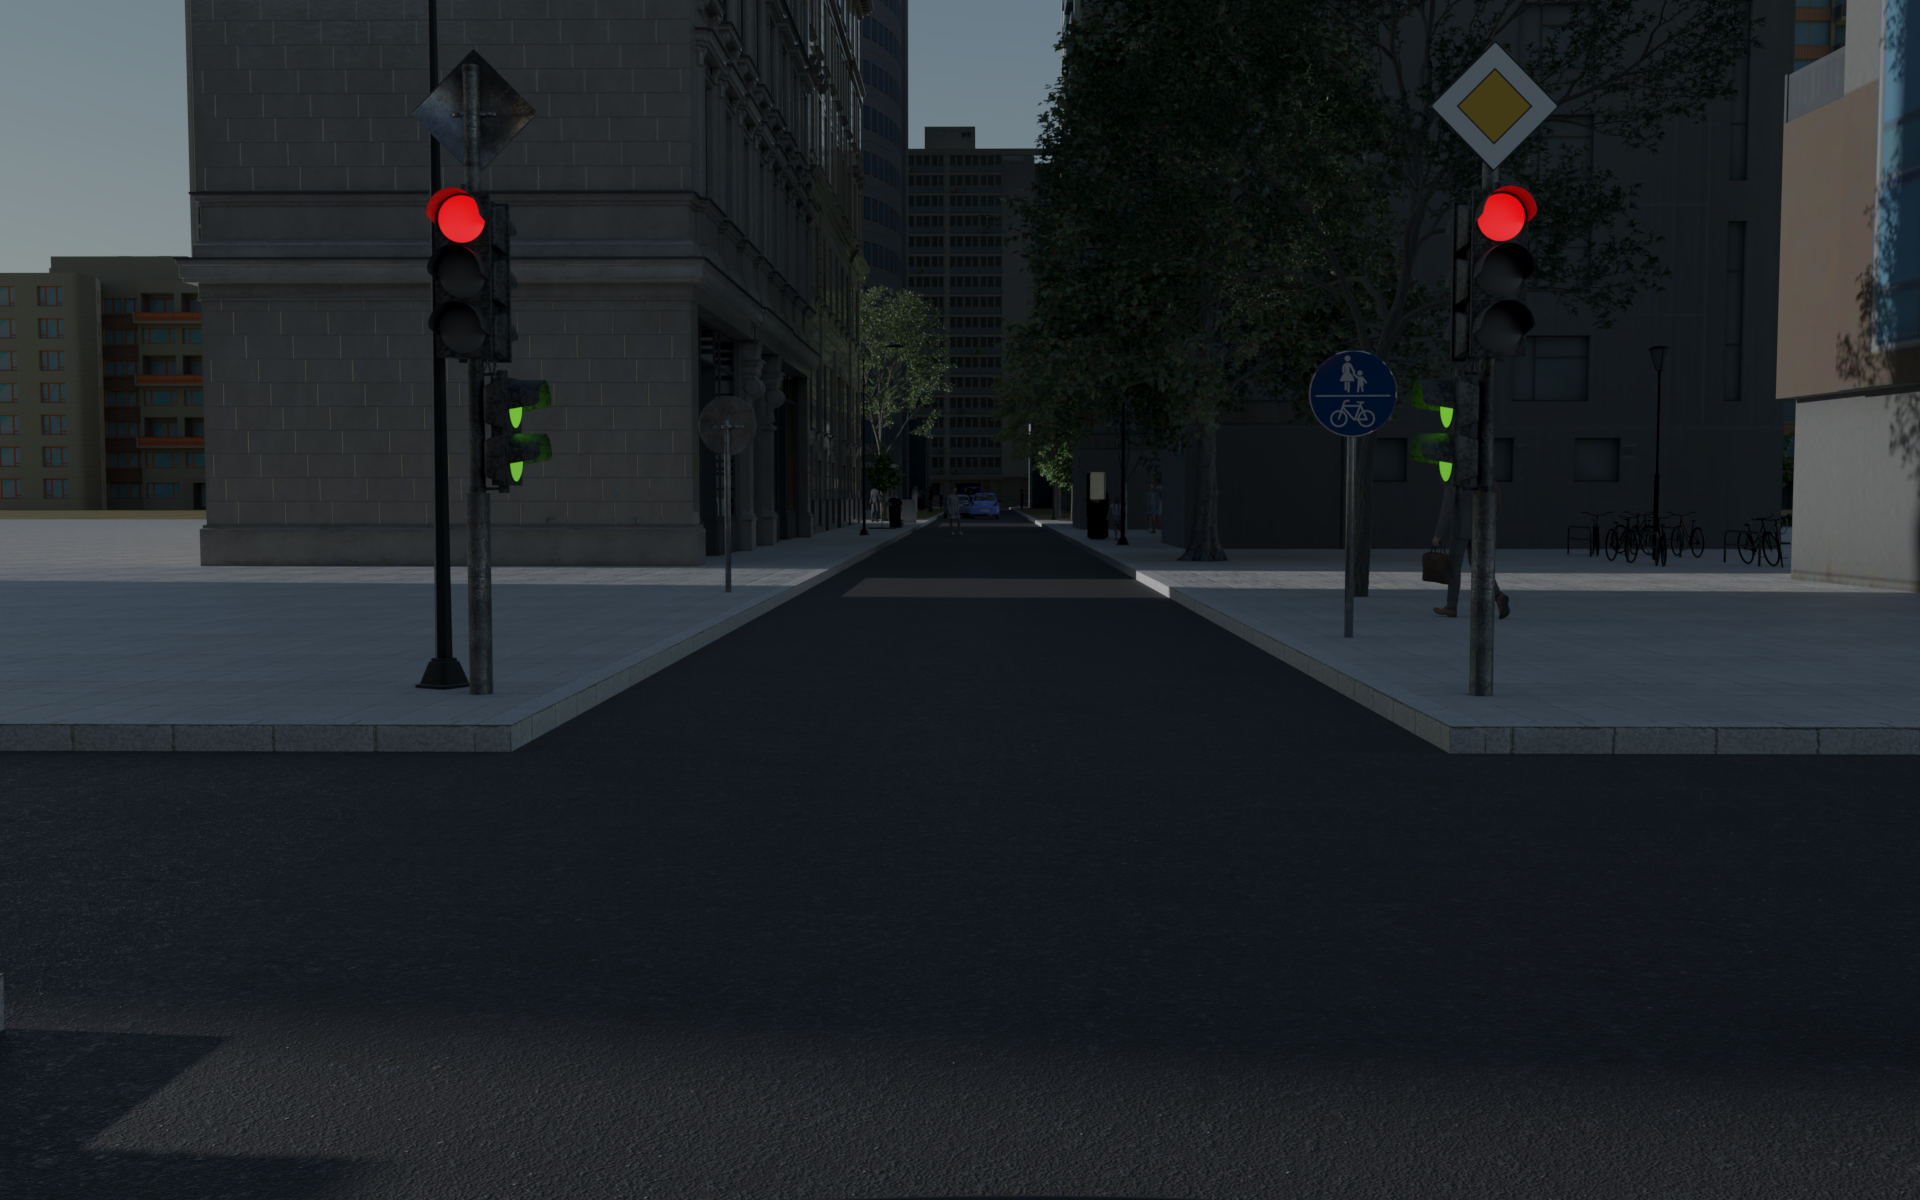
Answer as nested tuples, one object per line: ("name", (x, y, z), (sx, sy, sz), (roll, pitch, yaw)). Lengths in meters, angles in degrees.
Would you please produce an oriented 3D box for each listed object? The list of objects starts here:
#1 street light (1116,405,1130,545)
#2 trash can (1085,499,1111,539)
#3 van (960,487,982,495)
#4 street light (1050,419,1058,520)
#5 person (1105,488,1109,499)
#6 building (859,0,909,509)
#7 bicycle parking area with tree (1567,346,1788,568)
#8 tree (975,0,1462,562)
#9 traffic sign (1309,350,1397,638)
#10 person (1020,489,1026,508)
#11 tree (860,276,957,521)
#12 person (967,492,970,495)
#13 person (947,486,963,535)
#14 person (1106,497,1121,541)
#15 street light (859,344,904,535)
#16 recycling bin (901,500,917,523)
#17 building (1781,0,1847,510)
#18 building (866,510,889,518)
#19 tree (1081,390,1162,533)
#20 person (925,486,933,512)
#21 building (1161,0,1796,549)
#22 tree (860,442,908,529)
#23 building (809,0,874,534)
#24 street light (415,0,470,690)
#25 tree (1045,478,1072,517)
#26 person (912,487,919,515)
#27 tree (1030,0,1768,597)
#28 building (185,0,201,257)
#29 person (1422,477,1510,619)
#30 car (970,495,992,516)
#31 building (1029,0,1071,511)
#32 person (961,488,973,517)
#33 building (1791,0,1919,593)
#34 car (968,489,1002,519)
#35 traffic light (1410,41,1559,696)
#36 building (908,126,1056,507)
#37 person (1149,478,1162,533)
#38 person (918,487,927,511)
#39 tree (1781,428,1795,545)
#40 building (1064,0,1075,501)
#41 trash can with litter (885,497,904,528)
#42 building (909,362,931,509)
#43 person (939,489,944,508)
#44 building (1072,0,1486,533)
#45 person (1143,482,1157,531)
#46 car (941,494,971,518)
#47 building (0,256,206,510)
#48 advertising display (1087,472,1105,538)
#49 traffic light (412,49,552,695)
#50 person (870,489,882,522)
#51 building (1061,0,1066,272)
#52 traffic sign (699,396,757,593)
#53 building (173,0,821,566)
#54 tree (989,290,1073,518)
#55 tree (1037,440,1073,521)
("street light", (3.556, -4.335, 43.421), (1.470, 5.913, 1.316), (0, 4, 1))
("trash can", (3.909, -2.290, 49.088), (0.748, 1.137, 0.748), (0, 3, 0))
("van", (1.064, -9.169, 154.299), (2.240, 2.365, 5.245), (0, 4, 2))
("street light", (4.126, -6.928, 85.812), (1.470, 5.913, 1.316), (0, 4, 1))
("person", (4.220, -2.916, 53.083), (0.648, 1.900, 0.474), (-1, 4, -14))
("building", (-14.774, -35.601, 124.074), (21.231, 58.520, 28.212), (0, 4, 1))
("bicycle parking area with tree", (16.202, -2.850, 33.598), (8.231, 4.147, 9.016), (1, 4, 18))
("tree", (4.785, -7.099, 33.080), (9.611, 12.733, 9.660), (0, 3, 0))
("traffic sign", (3.479, -0.937, 15.422), (0.768, 2.556, 0.104), (0, 4, 5))
("person", (5.601, -9.026, 154.301), (0.721, 1.739, 1.217), (2, 4, 26))
("tree", (-3.744, -9.551, 81.911), (9.928, 11.665, 9.643), (0, 3, 0))
("person", (0.623, -8.006, 140.873), (0.415, 1.643, 0.593), (1, 4, 22))
("person", (-0.221, -3.135, 60.755), (0.512, 1.701, 0.522), (-2, 4, -28))
("person", (4.289, -2.238, 47.641), (0.505, 1.210, 0.382), (-1, 4, -12))
("street light", (-2.441, -4.965, 53.721), (1.470, 5.913, 1.316), (0, 4, 1))
("recycling bin", (-2.321, -3.979, 77.606), (0.722, 1.027, 0.722), (0, 4, -3))
("building", (67.127, -30.218, 148.685), (28.867, 44.769, 22.147), (0, 4, 1))
("building", (-19.911, -24.878, 98.643), (32.217, 40.220, 23.993), (0, 4, 1))
("tree", (5.529, -6.543, 57.340), (4.360, 8.622, 3.978), (0, 3, 0))
("person", (-2.131, -7.152, 122.994), (0.705, 1.822, 1.348), (1, 4, 21))
("building", (12.336, -22.160, 45.908), (14.154, 41.232, 14.086), (0, 4, 1))
("tree", (-2.743, -4.236, 63.861), (1.663, 3.219, 1.824), (0, 3, 0))
("building", (-10.149, -16.316, 64.026), (12.463, 27.353, 25.104), (0, 4, 1))
("street light", (-2.889, -2.372, 11.329), (1.470, 5.913, 1.316), (0, 4, 1))
("tree", (5.747, -6.327, 98.051), (1.663, 3.219, 1.824), (0, 3, 0))
("person", (-2.749, -6.090, 106.290), (0.551, 1.740, 0.621), (3, 4, 37))
("tree", (5.041, -5.299, 21.051), (8.767, 10.594, 7.601), (-1, 4, -15))
("building", (-66.646, -45.418, 180.839), (20.611, 71.187, 20.563), (0, 4, 1))
("person", (5.226, -0.724, 17.850), (0.622, 1.834, 0.822), (-2, 4, -35))
("car", (1.262, -6.354, 115.891), (2.014, 1.417, 4.499), (0, 4, 1))
("building", (17.408, -50.833, 143.783), (22.319, 86.520, 31.000), (0, 4, 1))
("person", (0.356, -6.138, 108.993), (1.348, 1.807, 0.705), (-3, 4, -37))
("building", (19.106, -22.470, 17.499), (14.200, 45.320, 14.600), (0, 4, 1))
("car", (1.431, -5.517, 99.799), (1.945, 1.707, 3.694), (0, 4, 2))
("traffic light", (3.305, -1.346, 10.935), (0.839, 4.253, 0.868), (0, 4, 1))
("building", (-1.119, -30.201, 185.660), (23.993, 40.220, 32.217), (0, 4, 1))
("person", (6.471, -3.054, 56.078), (0.778, 1.811, 0.616), (3, 4, 37))
("person", (-3.061, -7.835, 134.149), (1.348, 1.823, 0.705), (1, 4, 19))
("tree", (20.726, -3.052, 44.495), (1.663, 3.219, 1.824), (0, 3, 0))
("building", (18.322, -30.253, 114.242), (23.786, 49.044, 30.456), (0, 4, 1))
("trash can with litter", (-2.466, -3.337, 65.939), (0.624, 1.170, 1.055), (1, 4, 9))
("building", (-18.361, -51.140, 148.808), (31.000, 86.520, 22.319), (0, 4, 1))
("person", (-1.615, -9.102, 155.594), (0.721, 1.736, 1.217), (0, 4, -7))
("building", (11.429, -23.509, 67.966), (14.154, 41.232, 14.086), (0, 4, 1))
("person", (6.625, -3.247, 60.142), (0.512, 1.701, 0.522), (2, 4, 26))
("car", (-0.116, -5.648, 104.348), (2.014, 1.417, 4.499), (0, 4, 0))
("building", (-63.083, -18.597, 149.095), (28.899, 21.520, 27.650), (0, 4, 1))
("advertising display", (3.981, -2.783, 50.708), (0.123, 1.923, 0.974), (2, 4, 31))
("traffic light", (-3.056, -1.350, 11.001), (0.839, 4.253, 0.868), (0, 4, 1))
("person", (-3.818, -4.423, 78.785), (0.576, 1.772, 0.534), (0, 4, 4))
("building", (24.921, -39.026, 180.077), (28.212, 58.520, 21.231), (0, 4, 1))
("traffic sign", (-3.020, -1.370, 22.504), (0.768, 2.556, 0.104), (0, 4, 7))
("building", (-9.062, -11.044, 31.477), (10.553, 20.767, 40.483), (0, 4, 1))
("tree", (5.212, -10.639, 92.077), (7.486, 12.596, 7.792), (0, 3, 0))
("tree", (5.380, -6.033, 82.353), (4.285, 4.588, 4.351), (0, 3, 0))
